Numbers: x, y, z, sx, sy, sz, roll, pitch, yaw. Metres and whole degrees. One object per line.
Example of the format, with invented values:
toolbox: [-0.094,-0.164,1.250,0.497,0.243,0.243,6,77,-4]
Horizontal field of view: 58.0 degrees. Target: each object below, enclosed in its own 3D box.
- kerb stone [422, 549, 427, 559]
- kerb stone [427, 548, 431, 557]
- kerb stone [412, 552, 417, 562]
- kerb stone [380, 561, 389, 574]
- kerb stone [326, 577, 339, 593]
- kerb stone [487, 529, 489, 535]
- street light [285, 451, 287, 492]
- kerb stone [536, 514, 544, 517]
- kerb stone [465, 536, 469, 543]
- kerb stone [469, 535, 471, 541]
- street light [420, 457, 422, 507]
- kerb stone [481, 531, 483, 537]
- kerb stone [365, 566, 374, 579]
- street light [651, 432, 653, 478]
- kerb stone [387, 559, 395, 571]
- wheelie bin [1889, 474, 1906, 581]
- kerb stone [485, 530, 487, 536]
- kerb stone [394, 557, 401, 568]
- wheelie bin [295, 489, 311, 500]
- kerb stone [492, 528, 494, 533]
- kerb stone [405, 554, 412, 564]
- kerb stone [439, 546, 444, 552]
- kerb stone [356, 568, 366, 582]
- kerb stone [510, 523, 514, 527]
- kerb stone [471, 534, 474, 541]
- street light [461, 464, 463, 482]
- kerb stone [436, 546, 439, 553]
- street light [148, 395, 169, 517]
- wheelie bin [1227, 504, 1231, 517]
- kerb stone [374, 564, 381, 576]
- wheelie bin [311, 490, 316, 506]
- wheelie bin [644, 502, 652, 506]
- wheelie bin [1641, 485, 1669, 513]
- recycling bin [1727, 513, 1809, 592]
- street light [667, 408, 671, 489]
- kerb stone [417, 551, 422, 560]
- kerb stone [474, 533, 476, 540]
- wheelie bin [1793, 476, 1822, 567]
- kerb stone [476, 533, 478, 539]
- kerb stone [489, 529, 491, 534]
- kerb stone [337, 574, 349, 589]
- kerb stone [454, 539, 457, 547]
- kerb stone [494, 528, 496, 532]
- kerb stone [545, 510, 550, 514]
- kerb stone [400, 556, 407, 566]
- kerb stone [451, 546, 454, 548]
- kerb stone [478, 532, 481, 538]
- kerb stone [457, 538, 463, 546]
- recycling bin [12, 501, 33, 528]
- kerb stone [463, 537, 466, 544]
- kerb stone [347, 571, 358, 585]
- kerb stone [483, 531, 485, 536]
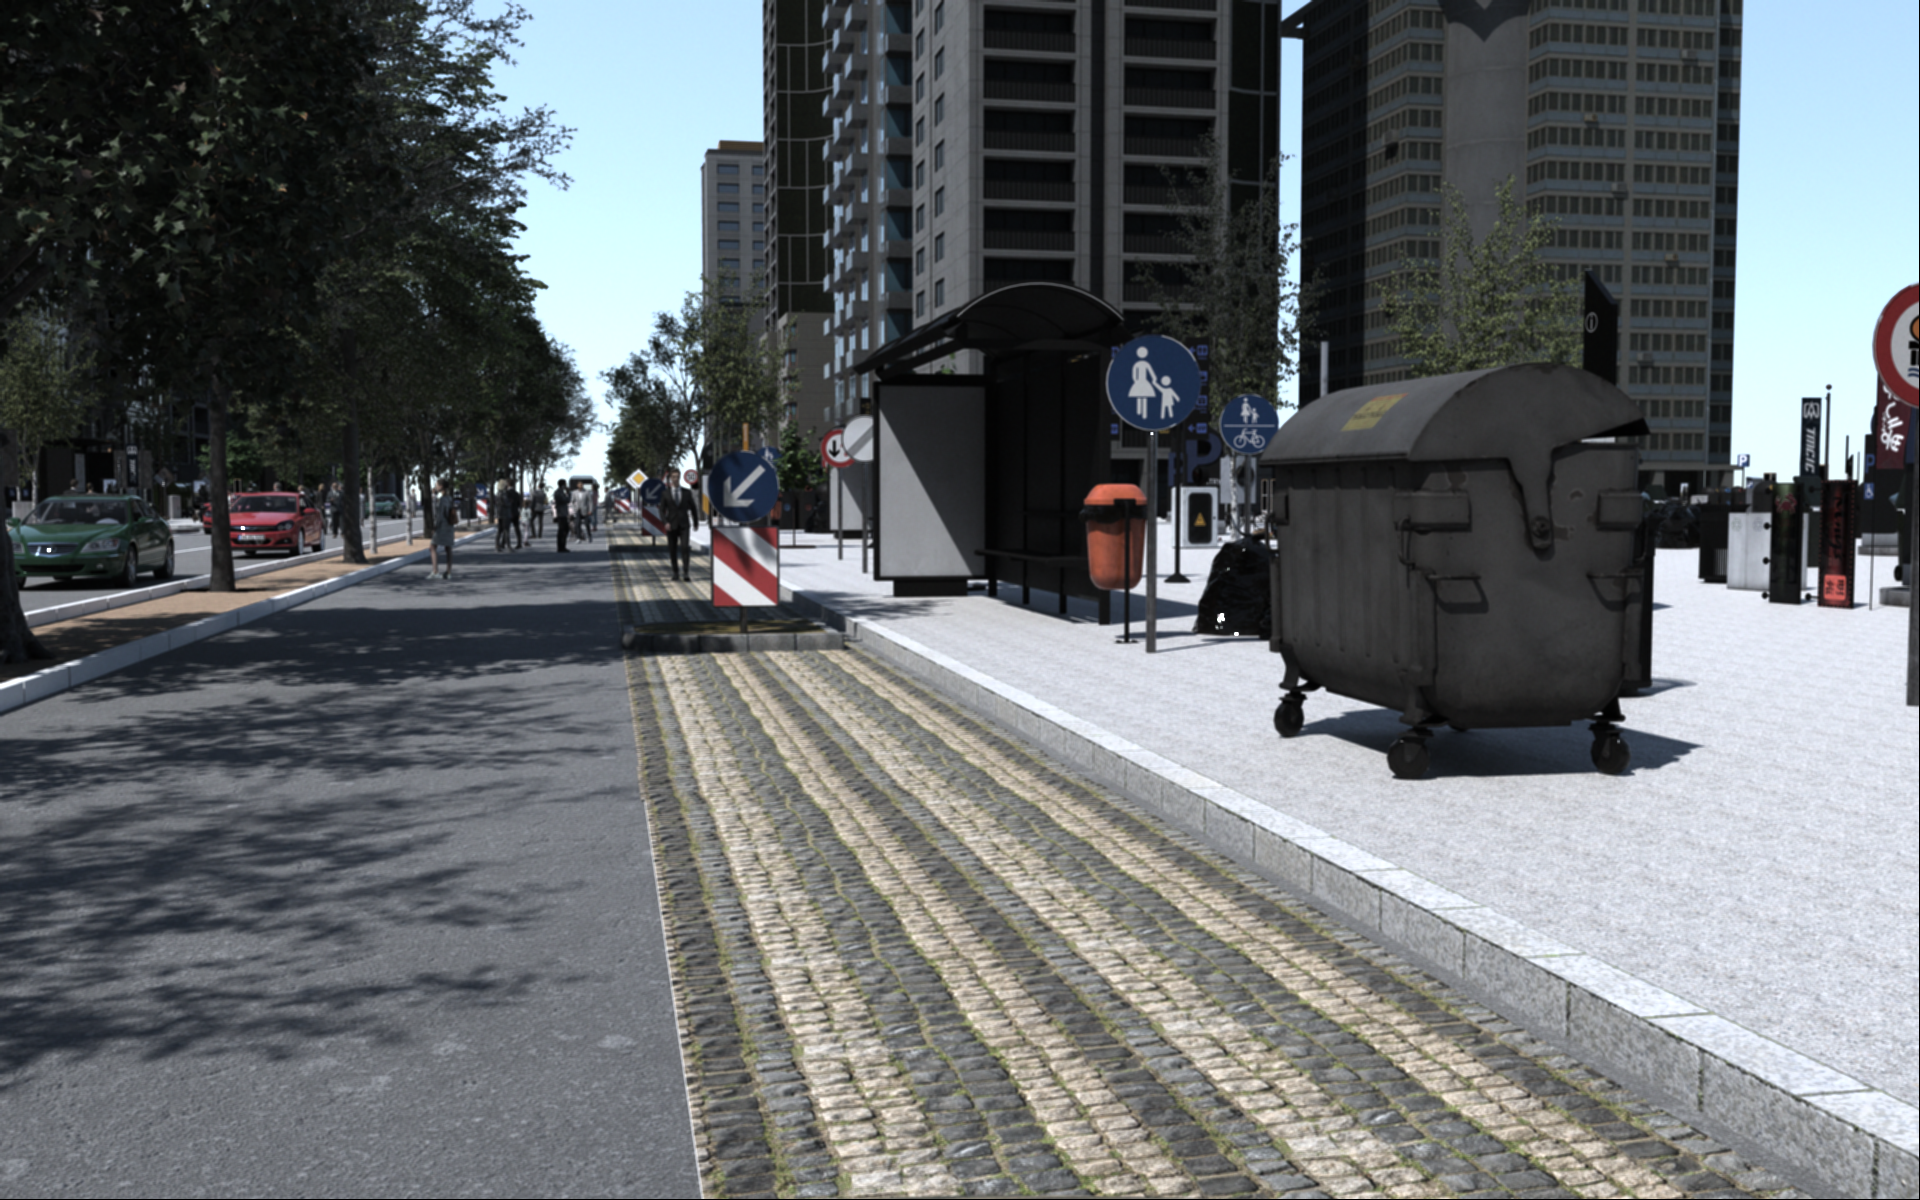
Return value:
kerb stone: [-11.996,-0.993,38.425,0.120,0.150,1.000,-1,4,-12]
kerb stone: [-12.198,-1.051,39.430,0.120,0.150,1.000,-1,4,-12]
kerb stone: [-11.579,-0.870,36.421,0.120,0.150,1.000,-1,4,-12]
kerb stone: [-10.531,-0.564,31.415,0.120,0.150,1.000,-1,4,-12]
kerb stone: [-9.280,-0.196,25.399,0.120,0.150,1.000,-1,4,-12]
kerb stone: [-16.365,-2.282,59.501,0.120,0.150,1.000,-1,4,-12]
street light: [-39.060,-7.801,100.327,0.468,5.910,1.993,-1,4,-12]
kerb stone: [-27.950,-5.689,115.242,0.120,0.150,1.000,-1,4,-12]
kerb stone: [-14.491,-1.728,50.460,0.120,0.150,1.000,-1,4,-12]
kerb stone: [-14.699,-1.781,51.462,0.120,0.150,1.000,-1,4,-12]
street light: [-54.782,-12.428,175.992,0.468,5.910,1.993,-1,4,-12]
kerb stone: [-15.751,-2.097,56.495,0.120,0.150,1.000,-1,4,-12]
kerb stone: [-10.117,-0.441,29.410,0.120,0.150,1.000,-1,4,-12]
street light: [-21.305,-8.992,119.805,0.468,5.910,1.993,-1,4,-12]
kerb stone: [-10.740,-0.625,32.416,0.120,0.150,1.000,-1,4,-12]
wheelie bin: [14.155,-1.072,25.428,0.693,1.594,0.980,-3,5,-41]
kerb stone: [-16.168,-2.220,58.498,0.120,0.150,1.000,-1,4,-12]
kerb stone: [-10.952,-0.686,33.417,0.120,0.150,1.000,-1,4,-12]
wheelie bin: [-46.117,-6.913,120.933,0.693,1.594,0.980,3,5,40]
kerb stone: [-16.995,-2.466,62.511,0.120,0.150,1.000,-1,4,-12]
kerb stone: [-11.368,-0.807,35.419,0.120,0.150,1.000,-1,4,-12]
kerb stone: [-12.825,-1.238,42.437,0.120,0.150,1.000,-1,4,-12]
kerb stone: [-9.911,-0.380,28.409,0.120,0.150,1.000,-1,4,-12]
kerb stone: [-20.654,-3.540,80.145,0.120,0.150,1.000,-1,4,-12]
kerb stone: [-14.912,-1.852,52.469,0.120,0.150,1.000,-1,4,-12]
street light: [-65.509,-15.612,228.046,0.468,5.910,1.993,-1,4,-12]
kerb stone: [-12.624,-1.177,41.435,0.120,0.150,1.000,-1,4,-12]
street light: [-33.092,-6.047,71.657,0.468,5.910,1.993,-1,4,-12]
wheelie bin: [12.998,-4.582,82.821,0.980,1.594,0.693,1,4,14]
kerb stone: [-10.329,-0.502,30.410,0.120,0.150,1.000,-1,4,-12]
wheelie bin: [-53.612,-8.288,143.411,0.693,1.594,0.980,3,4,36]
wheelie bin: [-24.248,-7.768,134.916,0.693,1.594,0.980,-2,4,-35]
wheelie bin: [23.414,-3.096,58.524,0.980,1.594,0.693,-1,4,-15]
recycling bin: [10.813,-0.651,23.194,0.722,1.027,0.722,-1,4,-21]
street light: [-15.342,-7.238,91.133,0.468,5.910,1.993,-1,4,-12]
kerb stone: [-11.784,-0.931,37.422,0.120,0.150,1.000,-1,4,-12]
kerb stone: [-15.121,-1.913,53.470,0.120,0.150,1.000,-1,4,-12]
wheelie bin: [14.868,-1.381,30.494,0.980,1.594,0.693,-2,4,-23]
kerb stone: [-15.330,-1.974,54.474,0.120,0.150,1.000,-1,4,-12]
kerb stone: [-16.579,-2.343,60.503,0.120,0.150,1.000,-1,4,-12]
kerb stone: [-9.493,-0.257,26.403,0.120,0.150,1.000,-1,4,-12]
kerb stone: [-13.653,-1.483,46.447,0.120,0.150,1.000,-1,4,-12]
kerb stone: [-17.205,-2.527,63.515,0.120,0.150,1.000,-1,4,-12]
kerb stone: [-30.879,-6.550,129.292,0.120,0.150,1.000,-1,4,-12]
kerb stone: [-11.162,-0.745,34.418,0.120,0.150,1.000,-1,4,-12]
kerb stone: [-13.449,-1.419,45.446,0.120,0.150,1.000,-1,4,-12]
kerb stone: [-15.531,-2.036,55.477,0.120,0.150,1.000,-1,4,-12]
kerb stone: [-14.075,-1.604,48.456,0.120,0.150,1.000,-1,4,-12]
recycling bin: [-32.371,-2.899,59.949,0.722,1.027,0.722,-2,4,-30]
kerb stone: [-14.287,-1.667,49.458,0.120,0.150,1.000,-1,4,-12]
kerb stone: [-9.699,-0.317,27.409,0.120,0.150,1.000,-1,4,-12]
kerb stone: [-15.956,-2.159,57.498,0.120,0.150,1.000,-1,4,-12]
